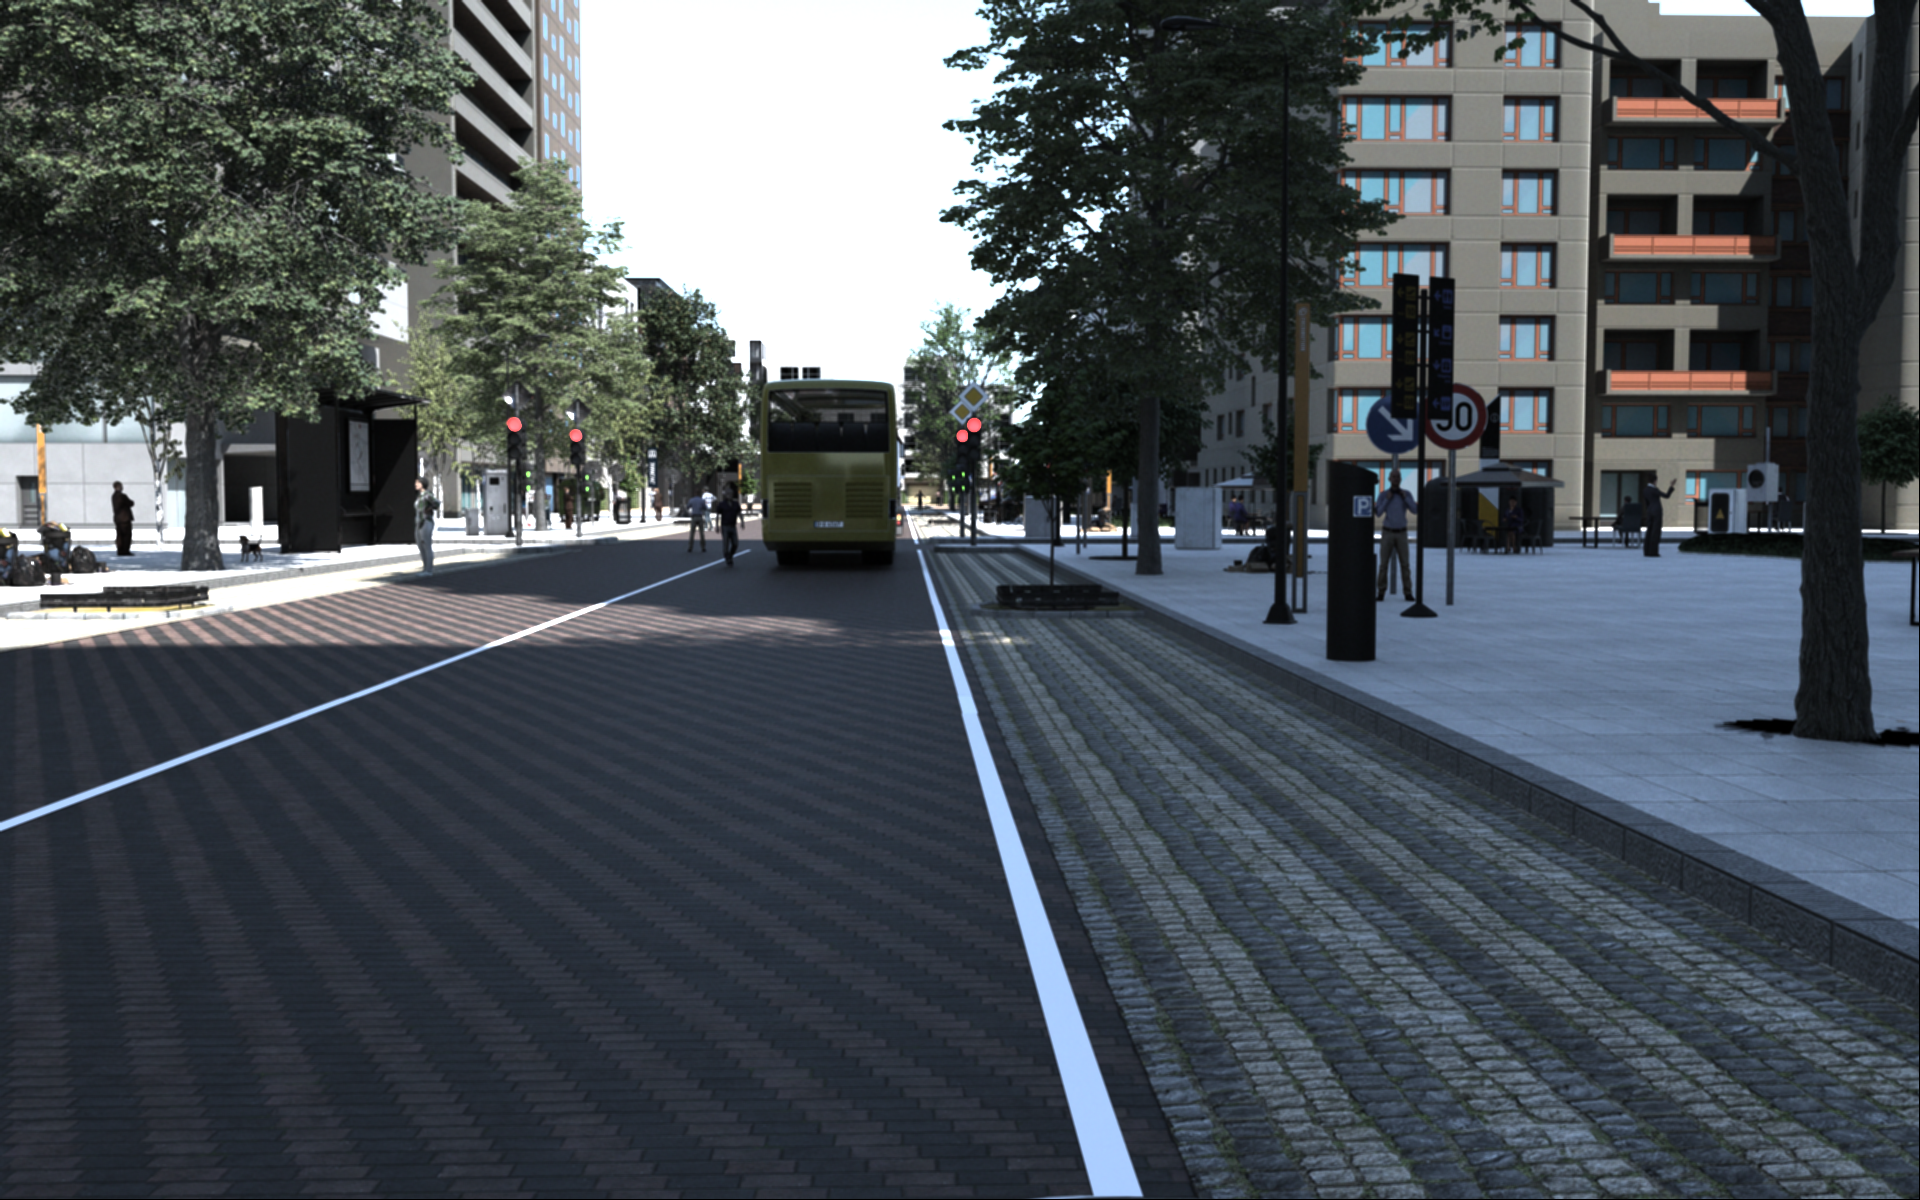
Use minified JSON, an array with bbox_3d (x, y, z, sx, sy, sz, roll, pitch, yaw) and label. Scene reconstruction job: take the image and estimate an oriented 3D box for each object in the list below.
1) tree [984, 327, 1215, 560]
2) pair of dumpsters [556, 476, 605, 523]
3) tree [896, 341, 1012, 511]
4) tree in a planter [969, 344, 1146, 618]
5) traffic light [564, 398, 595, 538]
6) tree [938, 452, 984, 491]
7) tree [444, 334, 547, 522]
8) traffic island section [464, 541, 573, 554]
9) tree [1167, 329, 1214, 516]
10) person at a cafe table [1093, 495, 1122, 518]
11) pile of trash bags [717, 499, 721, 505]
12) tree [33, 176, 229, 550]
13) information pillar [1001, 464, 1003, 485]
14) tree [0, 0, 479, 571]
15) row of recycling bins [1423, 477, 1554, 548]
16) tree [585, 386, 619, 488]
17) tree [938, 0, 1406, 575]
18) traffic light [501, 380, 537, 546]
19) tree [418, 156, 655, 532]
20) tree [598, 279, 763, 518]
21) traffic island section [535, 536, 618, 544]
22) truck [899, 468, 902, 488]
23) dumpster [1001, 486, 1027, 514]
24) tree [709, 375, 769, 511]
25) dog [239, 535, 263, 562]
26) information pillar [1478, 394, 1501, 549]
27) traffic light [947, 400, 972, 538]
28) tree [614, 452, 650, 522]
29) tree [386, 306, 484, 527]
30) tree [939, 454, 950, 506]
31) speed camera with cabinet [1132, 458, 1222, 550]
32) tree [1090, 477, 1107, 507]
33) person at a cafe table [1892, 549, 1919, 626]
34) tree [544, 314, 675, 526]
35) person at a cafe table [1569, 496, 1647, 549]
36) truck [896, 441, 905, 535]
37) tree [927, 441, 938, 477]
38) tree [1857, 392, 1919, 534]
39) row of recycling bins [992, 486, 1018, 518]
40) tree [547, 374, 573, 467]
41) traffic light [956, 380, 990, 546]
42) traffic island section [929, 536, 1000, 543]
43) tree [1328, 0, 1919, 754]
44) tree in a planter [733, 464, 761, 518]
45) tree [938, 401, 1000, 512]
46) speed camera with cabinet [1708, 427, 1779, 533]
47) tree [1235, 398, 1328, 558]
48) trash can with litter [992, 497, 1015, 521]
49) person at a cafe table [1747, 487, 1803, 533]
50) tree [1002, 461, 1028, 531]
[{"bbox_3d":[3.304,-3.080,34.074,4.285,4.588,4.351,0,3,0],"label":"tree"},{"bbox_3d":[-17.314,-4.673,78.890,1.574,2.255,4.437,0,4,-2],"label":"pair of dumpsters"},{"bbox_3d":[-0.765,-13.714,134.601,12.009,13.543,11.850,0,3,0],"label":"tree"},{"bbox_3d":[1.110,-1.437,20.711,1.991,3.239,1.994,0,4,-2],"label":"tree in a planter"},{"bbox_3d":[-11.124,-3.770,50.564,0.839,4.253,0.868,0,4,-2],"label":"traffic light"},{"bbox_3d":[0.286,-8.055,115.405,4.285,4.588,4.351,0,3,0],"label":"tree"},{"bbox_3d":[-22.058,-7.907,79.636,4.360,8.622,3.978,0,3,0],"label":"tree"},{"bbox_3d":[-10.895,-1.250,42.717,2.009,0.180,2.903,0,4,-2],"label":"traffic island section"},{"bbox_3d":[8.938,-7.677,75.883,4.737,8.622,4.395,0,3,0],"label":"tree"},{"bbox_3d":[7.927,-4.954,91.865,1.698,1.238,1.726,-2,4,-31],"label":"person at a cafe table"},{"bbox_3d":[-16.803,-6.863,121.968,1.912,1.369,3.447,1,4,13],"label":"pile of trash bags"},{"bbox_3d":[-18.461,-5.439,39.295,4.360,8.622,3.978,0,3,0],"label":"tree"},{"bbox_3d":[2.993,-8.123,124.160,0.183,3.616,0.504,0,4,6],"label":"information pillar"},{"bbox_3d":[-12.867,-7.469,28.767,9.857,13.997,8.962,0,3,0],"label":"tree"},{"bbox_3d":[12.772,-2.130,41.931,3.534,1.692,1.069,-1,4,-20],"label":"row of recycling bins"},{"bbox_3d":[-22.687,-9.813,110.798,4.360,8.622,3.978,0,3,0],"label":"tree"},{"bbox_3d":[3.253,-6.656,26.946,7.486,12.596,7.792,0,3,0],"label":"tree"},{"bbox_3d":[-10.854,-3.282,42.583,0.839,4.253,0.868,0,4,-2],"label":"traffic light"},{"bbox_3d":[-14.166,-8.571,58.258,7.486,12.596,7.792,0,3,0],"label":"tree"},{"bbox_3d":[-14.917,-10.742,92.637,9.611,12.733,9.660,0,3,0],"label":"tree"},{"bbox_3d":[-11.165,-1.738,50.697,2.009,0.180,2.903,0,4,-2],"label":"traffic island section"},{"bbox_3d":[-7.826,-12.395,191.569,2.839,4.237,11.283,0,4,-2],"label":"truck"},{"bbox_3d":[2.782,-5.020,84.572,1.502,2.255,1.985,0,4,-2],"label":"dumpster"},{"bbox_3d":[-16.016,-12.255,134.788,7.601,10.594,8.767,-1,4,-11],"label":"tree"},{"bbox_3d":[-13.500,-0.989,32.997,0.406,0.507,0.540,-1,4,-20],"label":"dog"},{"bbox_3d":[12.424,-3.013,40.611,0.504,3.616,0.183,-1,4,-13],"label":"information pillar"},{"bbox_3d":[0.050,-3.794,50.956,0.839,4.253,0.868,0,4,-2],"label":"traffic light"},{"bbox_3d":[-14.977,-5.155,78.888,1.663,3.219,1.824,0,3,0],"label":"tree"},{"bbox_3d":[-20.328,-7.178,67.717,4.737,8.622,4.395,0,3,0],"label":"tree"},{"bbox_3d":[-1.117,-14.032,179.787,4.737,8.622,4.395,0,3,0],"label":"tree"},{"bbox_3d":[5.070,-2.817,40.394,2.038,3.252,0.660,2,4,27],"label":"speed camera with cabinet"},{"bbox_3d":[9.270,-7.485,116.976,1.663,3.219,1.824,0,3,0],"label":"tree"},{"bbox_3d":[10.145,-0.509,16.837,1.622,1.524,1.698,3,5,39],"label":"person at a cafe table"},{"bbox_3d":[-14.010,-7.329,70.189,4.737,8.622,4.395,0,3,0],"label":"tree"},{"bbox_3d":[15.572,-1.842,40.977,1.698,1.238,1.726,0,4,-1],"label":"person at a cafe table"},{"bbox_3d":[-3.534,-4.782,67.946,2.967,4.110,18.799,0,4,-2],"label":"truck"},{"bbox_3d":[-1.135,-12.880,160.950,4.360,8.622,3.978,0,3,0],"label":"tree"},{"bbox_3d":[29.972,-4.417,55.930,4.285,4.588,4.351,0,3,0],"label":"tree"},{"bbox_3d":[2.411,-5.263,93.161,1.069,1.692,3.534,1,4,16],"label":"row of recycling bins"},{"bbox_3d":[-23.806,-9.011,97.685,4.360,8.622,3.978,0,3,0],"label":"tree"},{"bbox_3d":[0.320,-3.306,42.976,0.839,4.253,0.868,0,4,-2],"label":"traffic light"},{"bbox_3d":[0.090,-1.761,51.072,2.009,0.180,2.903,0,4,-2],"label":"traffic island section"},{"bbox_3d":[4.691,-5.090,8.976,9.928,11.665,9.643,0,3,0],"label":"tree"},{"bbox_3d":[-12.599,-6.435,102.435,1.991,3.239,1.994,0,4,-2],"label":"tree in a planter"},{"bbox_3d":[0.971,-10.460,121.387,4.360,8.622,3.978,0,3,0],"label":"tree"},{"bbox_3d":[23.388,-3.510,51.732,0.660,3.252,2.038,-2,4,-26],"label":"speed camera with cabinet"},{"bbox_3d":[6.647,-2.457,34.780,1.663,3.219,1.824,0,3,0],"label":"tree"},{"bbox_3d":[2.017,-4.265,81.122,1.055,1.170,0.624,-2,4,-28],"label":"trash can with litter"},{"bbox_3d":[26.618,-2.942,56.624,1.698,1.524,1.622,0,4,-2],"label":"person at a cafe table"},{"bbox_3d":[2.368,-4.036,60.598,1.663,3.219,1.824,0,3,0],"label":"tree"}]
